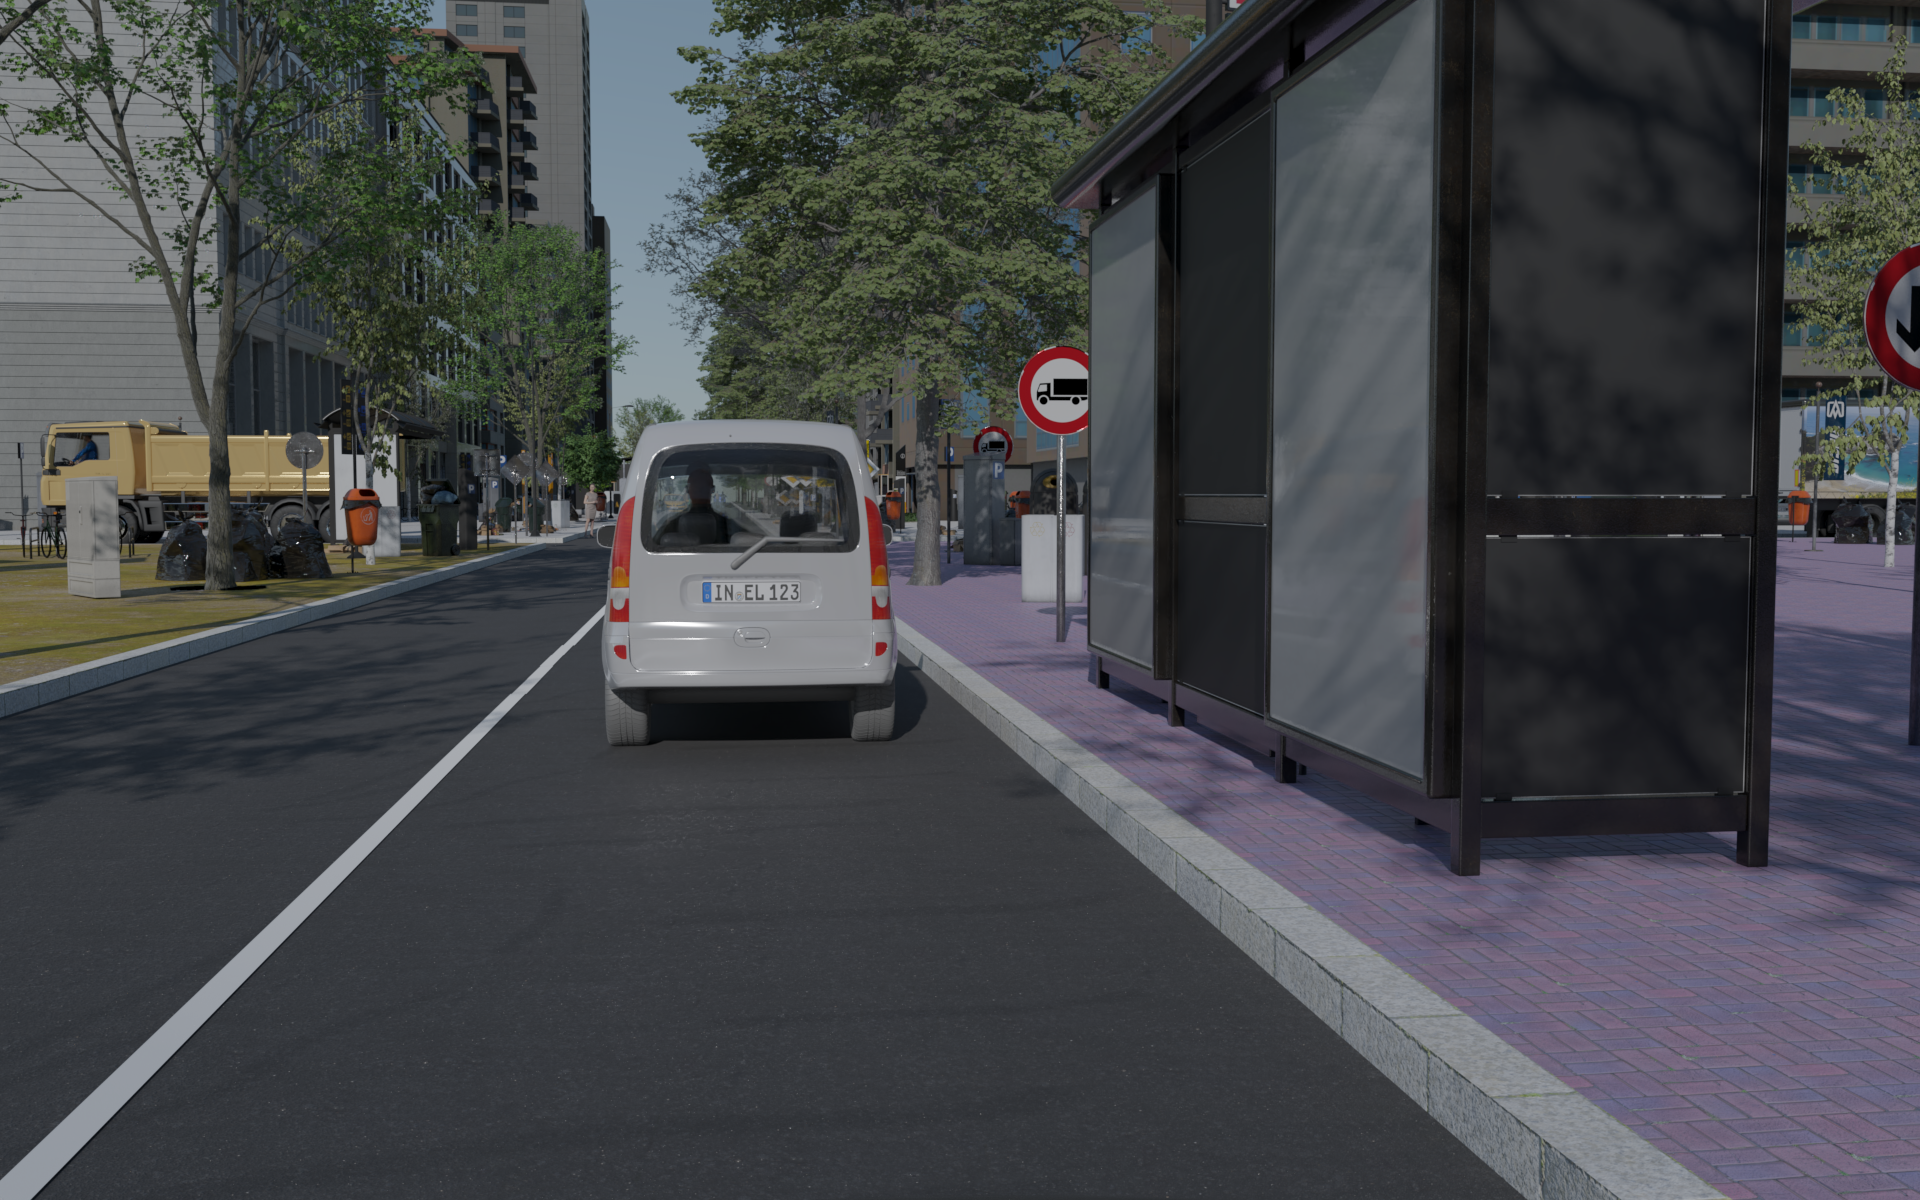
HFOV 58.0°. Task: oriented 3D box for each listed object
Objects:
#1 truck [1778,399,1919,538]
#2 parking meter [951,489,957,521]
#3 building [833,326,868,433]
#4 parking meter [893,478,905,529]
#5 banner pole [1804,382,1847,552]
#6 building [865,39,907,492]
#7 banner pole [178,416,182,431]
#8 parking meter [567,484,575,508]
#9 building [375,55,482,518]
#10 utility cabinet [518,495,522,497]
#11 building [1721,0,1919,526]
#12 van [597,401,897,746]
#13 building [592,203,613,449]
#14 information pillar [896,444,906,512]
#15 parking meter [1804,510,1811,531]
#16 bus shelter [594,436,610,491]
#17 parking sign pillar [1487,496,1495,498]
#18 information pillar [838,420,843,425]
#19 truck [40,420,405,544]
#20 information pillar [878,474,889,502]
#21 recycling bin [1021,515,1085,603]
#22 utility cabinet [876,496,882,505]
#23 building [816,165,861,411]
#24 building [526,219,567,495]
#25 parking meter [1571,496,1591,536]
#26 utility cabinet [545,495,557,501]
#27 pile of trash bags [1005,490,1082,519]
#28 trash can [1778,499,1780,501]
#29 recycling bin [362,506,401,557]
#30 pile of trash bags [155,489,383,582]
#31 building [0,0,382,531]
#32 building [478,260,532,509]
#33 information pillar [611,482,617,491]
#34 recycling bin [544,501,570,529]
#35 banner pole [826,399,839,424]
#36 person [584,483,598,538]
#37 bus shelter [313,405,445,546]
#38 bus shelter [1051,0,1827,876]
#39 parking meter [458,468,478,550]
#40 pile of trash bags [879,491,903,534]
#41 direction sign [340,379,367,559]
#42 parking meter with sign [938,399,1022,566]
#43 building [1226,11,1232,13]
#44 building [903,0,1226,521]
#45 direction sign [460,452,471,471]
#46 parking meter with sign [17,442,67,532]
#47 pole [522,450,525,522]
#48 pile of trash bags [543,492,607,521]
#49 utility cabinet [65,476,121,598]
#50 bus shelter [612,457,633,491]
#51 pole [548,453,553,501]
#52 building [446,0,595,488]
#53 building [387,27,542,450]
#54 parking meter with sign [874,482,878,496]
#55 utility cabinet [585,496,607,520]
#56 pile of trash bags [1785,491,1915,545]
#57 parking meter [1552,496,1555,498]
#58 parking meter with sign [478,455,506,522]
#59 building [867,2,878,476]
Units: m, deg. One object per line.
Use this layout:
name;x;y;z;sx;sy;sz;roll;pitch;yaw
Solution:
truck;30.257;-3.921;53.017;11.283;4.237;2.839;0;4;-7
parking meter;-0.303;-4.458;81.300;0.372;1.533;0.369;0;3;0
building;-10.238;-28.102;231.175;14.160;30.474;14.107;0;4;-8
parking meter;-2.222;-3.524;63.337;0.255;1.863;0.399;3;5;41
banner pole;19.384;-2.979;38.730;0.863;3.779;0.401;0;4;2
building;2.574;-30.858;159.155;22.147;44.769;28.867;0;4;-8
banner pole;-25.049;-4.015;55.668;0.401;3.779;0.863;-1;4;-17
parking meter;-23.346;-6.007;103.922;0.255;1.863;0.399;2;4;28
building;-41.542;-18.420;105.682;19.350;26.468;34.151;0;4;-8
utility cabinet;-29.943;-6.568;118.548;0.306;1.237;1.020;0;4;6
building;39.872;-27.872;79.409;21.600;48.544;21.300;0;4;-8
van;-1.386;-0.262;11.300;2.013;2.044;4.112;0;4;-8
building;-61.629;-37.881;269.472;14.600;45.320;14.200;0;4;-8
information pillar;-2.773;-5.510;81.441;0.504;3.616;0.183;-1;4;-22
parking meter;29.231;-3.126;59.516;0.372;1.533;0.369;0;3;0
bus shelter;-24.462;-8.676;119.490;2.179;5.291;8.768;0;4;-8
parking sign pillar;36.090;-7.946;118.384;1.447;3.967;1.447;-1;4;-8
information pillar;-3.582;-3.792;53.357;0.504;3.616;0.183;0;4;1
truck;-20.263;-3.114;46.843;9.791;3.379;3.469;0;4;-8
information pillar;-2.856;-3.670;64.490;0.304;2.012;0.304;-2;4;-25
recycling bin;1.122;-0.504;20.795;0.722;1.027;0.722;0;4;6
utility cabinet;-3.268;-3.077;61.476;1.020;1.237;0.306;0;4;1
building;-9.607;-38.271;249.431;21.300;48.544;21.600;0;4;-8
building;-65.500;-32.778;227.794;32.217;40.220;23.993;0;4;-8
parking meter;9.836;-1.157;27.331;0.372;1.533;0.369;0;3;0
utility cabinet;-26.510;-6.196;112.473;0.306;1.237;1.020;2;4;35
pile of trash bags;2.974;-2.882;56.875;3.447;1.369;1.912;3;5;41
trash can;22.298;-2.223;47.999;0.748;1.137;0.748;0;3;0
recycling bin;-11.900;-1.409;35.596;0.722;1.027;0.722;-1;4;-22
pile of trash bags;-10.453;-1.040;26.758;1.912;1.369;3.447;2;4;34
building;-33.490;-18.164;74.470;11.434;29.767;29.804;0;4;-8
building;-49.796;-17.914;137.933;27.650;21.520;28.899;0;4;-8
information pillar;-21.046;-6.157;105.166;0.304;2.012;0.304;1;4;15
recycling bin;-15.062;-3.189;64.700;0.722;1.027;0.722;1;4;18
banner pole;-3.348;-3.407;45.721;0.401;3.779;0.863;-2;4;-29
person;-12.003;-2.909;56.401;0.374;1.781;0.599;3;5;44
bus shelter;-13.790;-2.912;41.529;2.014;3.302;5.546;0;4;-8
bus shelter;1.883;-1.978;9.980;2.179;5.291;8.768;0;4;-8
parking meter;-11.297;-2.083;39.771;0.255;1.863;0.399;2;4;29
pile of trash bags;-2.849;-2.899;57.148;1.912;1.369;3.447;-2;4;-31
direction sign;-12.060;-2.601;34.519;0.379;3.537;0.876;1;4;13
parking meter with sign;0.430;-2.149;31.390;1.738;3.016;0.543;3;5;39
building;10.964;-25.807;72.049;14.200;45.320;14.600;0;4;-8
building;4.443;-26.860;89.272;14.600;45.320;14.200;0;4;-8
direction sign;-26.819;-6.240;94.025;0.379;3.537;0.876;1;4;19
parking meter with sign;-30.889;-3.821;58.732;1.738;3.016;0.543;-1;4;-18
pole;-20.238;-5.294;80.403;0.158;3.312;0.155;0;3;0
pile of trash bags;-18.687;-4.488;83.130;3.447;1.369;1.912;-1;4;-8
utility cabinet;-10.794;-0.786;21.524;0.318;1.500;1.173;-3;5;-41
bus shelter;-21.025;-7.254;109.887;1.731;3.624;6.357;0;4;-8
pole;-20.439;-5.667;86.506;0.158;3.312;0.155;0;3;0
building;-61.596;-49.661;250.216;20.563;71.187;20.611;0;4;-8
building;-52.314;-31.276;165.979;22.147;44.769;28.867;0;4;-8
parking meter with sign;-5.146;-7.069;111.839;1.738;3.016;0.543;1;4;13
utility cabinet;-18.038;-4.568;85.850;1.020;1.237;0.306;0;4;1
pile of trash bags;23.227;-2.165;45.145;1.912;1.369;3.447;-3;4;-37
parking meter;26.605;-4.211;77.257;0.372;1.533;0.369;0;3;0
parking meter with sign;-21.207;-5.019;78.324;1.738;3.016;0.543;3;5;43
building;-0.907;-45.538;182.796;20.563;71.187;20.611;0;4;-8
